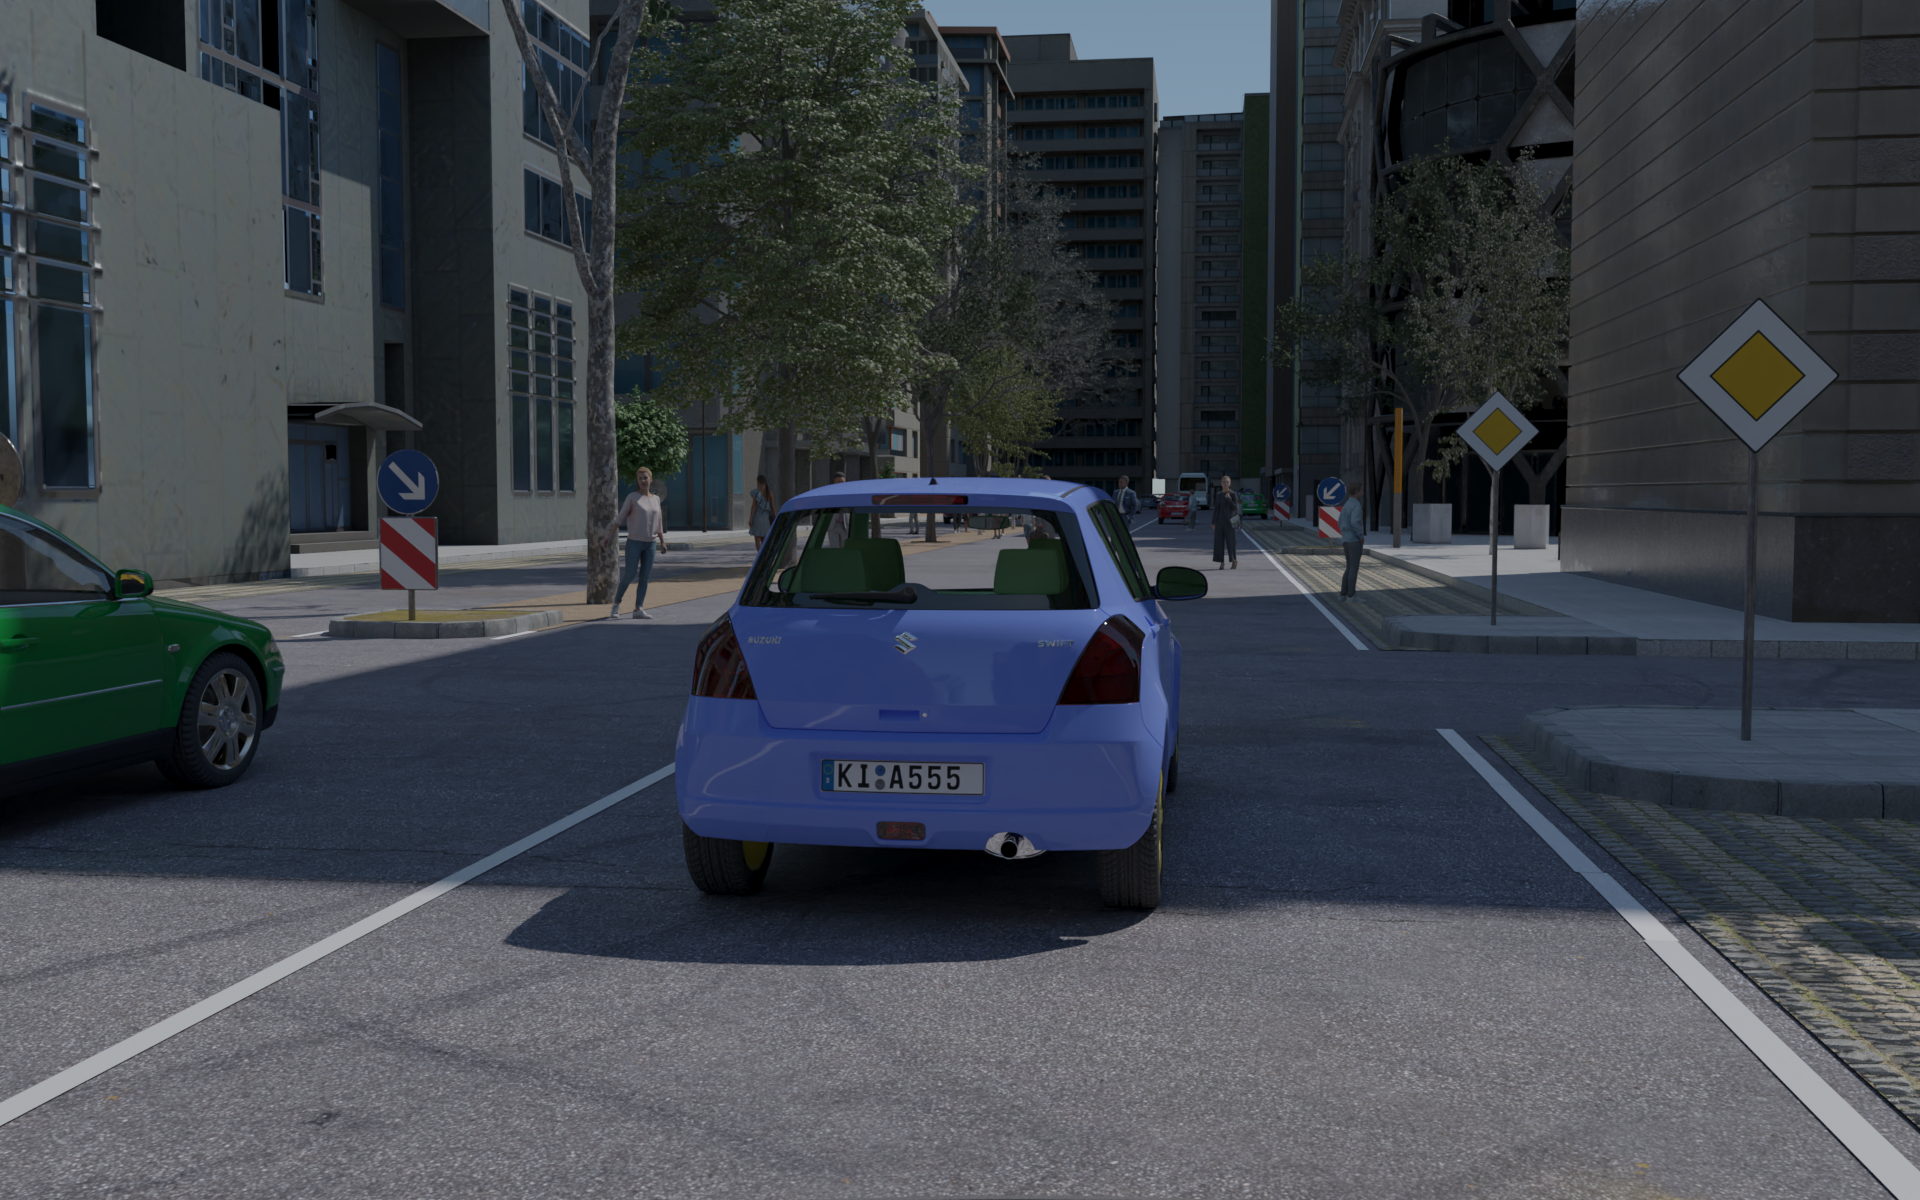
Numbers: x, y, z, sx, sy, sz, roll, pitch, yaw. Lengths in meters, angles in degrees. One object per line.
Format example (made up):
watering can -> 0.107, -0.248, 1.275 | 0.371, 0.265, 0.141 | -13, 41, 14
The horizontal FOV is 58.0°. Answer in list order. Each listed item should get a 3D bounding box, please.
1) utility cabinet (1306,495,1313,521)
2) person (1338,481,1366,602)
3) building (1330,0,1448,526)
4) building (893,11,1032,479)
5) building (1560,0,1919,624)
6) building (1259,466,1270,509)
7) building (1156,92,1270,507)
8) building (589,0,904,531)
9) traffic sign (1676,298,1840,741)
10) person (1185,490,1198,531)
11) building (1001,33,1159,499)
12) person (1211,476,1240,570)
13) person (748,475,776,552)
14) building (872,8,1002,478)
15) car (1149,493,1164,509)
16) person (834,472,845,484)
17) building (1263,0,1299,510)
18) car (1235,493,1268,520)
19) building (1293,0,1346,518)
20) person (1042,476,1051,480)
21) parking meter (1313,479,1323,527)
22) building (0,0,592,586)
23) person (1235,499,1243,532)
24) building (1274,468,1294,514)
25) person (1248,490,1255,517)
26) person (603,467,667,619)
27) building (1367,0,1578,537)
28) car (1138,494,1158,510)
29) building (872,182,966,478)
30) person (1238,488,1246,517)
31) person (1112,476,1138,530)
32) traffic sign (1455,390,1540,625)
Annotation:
utility cabinet -> 16.597, -4.301, 81.480 | 0.306, 1.237, 1.020 | -1, 4, -10
person -> 5.185, -0.765, 22.823 | 0.330, 1.601, 0.589 | 0, 3, 0
building -> 24.400, -17.773, 77.981 | 14.401, 28.519, 23.554 | 0, 4, 8
building -> -8.505, -30.932, 160.369 | 28.867, 44.769, 22.147 | 0, 4, 8
building -> 21.097, -13.644, 20.345 | 25.104, 27.353, 12.463 | 0, 4, 8
building -> 37.586, -43.737, 153.344 | 20.563, 71.187, 20.611 | 0, 4, 8
building -> 27.566, -30.391, 180.493 | 14.086, 41.232, 14.154 | 0, 4, 8
building -> -15.570, -27.715, 72.741 | 23.786, 49.044, 30.456 | 0, 4, 8
traffic sign -> 4.093, -0.325, 8.962 | 0.795, 2.450, 0.064 | 0, 4, 8
person -> 9.053, -3.503, 67.588 | 0.589, 1.601, 0.330 | -3, 5, -44
building -> 10.478, -34.443, 186.849 | 21.600, 48.544, 21.300 | 0, 4, 8
person -> 5.045, -1.470, 32.955 | 0.576, 1.772, 0.534 | 1, 4, 18
person -> -3.846, -1.548, 33.904 | 0.616, 1.811, 0.778 | -1, 4, -17
building -> -13.078, -27.210, 136.768 | 32.217, 40.220, 23.993 | 0, 4, 8
car -> 19.176, -9.627, 166.448 | 2.155, 1.783, 4.494 | 1, 4, 10
person -> -1.967, -1.196, 28.330 | 0.678, 1.792, 0.850 | -1, 4, -12
building -> 31.716, -29.805, 137.416 | 14.600, 45.320, 14.200 | 0, 4, 8
car -> 16.645, -5.520, 99.043 | 1.959, 1.807, 4.718 | 0, 4, 8
building -> 26.265, -25.385, 98.637 | 14.154, 41.232, 14.086 | 0, 4, 8
person -> 1.771, -1.647, 35.527 | 0.767, 1.812, 0.694 | 2, 4, 33
parking meter -> 13.996, -3.784, 67.577 | 0.399, 1.863, 0.255 | 0, 4, -2
building -> -21.775, -44.083, 33.433 | 22.319, 86.520, 31.000 | 0, 4, 8
person -> 10.629, -3.236, 66.091 | 0.332, 1.250, 0.352 | 1, 4, 20
building -> 38.014, -25.993, 116.864 | 32.217, 40.220, 23.993 | 0, 4, 8
person -> 18.533, -6.190, 110.647 | 0.436, 1.711, 0.756 | -1, 4, -23
person -> -3.808, -0.657, 19.908 | 0.598, 1.740, 0.731 | 3, 4, 38
building -> 22.073, -11.608, 57.250 | 16.820, 18.784, 16.811 | 0, 4, 8
car -> 17.460, -9.116, 161.046 | 2.014, 1.417, 4.499 | 1, 4, 8
building -> -15.259, -16.263, 110.938 | 27.650, 21.520, 28.899 | 0, 4, 8
person -> 17.877, -6.178, 109.514 | 0.705, 1.824, 1.348 | 3, 5, 39
person -> 3.287, -1.634, 35.396 | 0.721, 1.800, 0.419 | 2, 4, 28
traffic sign -> 5.212, -0.809, 16.869 | 0.795, 2.450, 0.064 | 0, 4, 8
